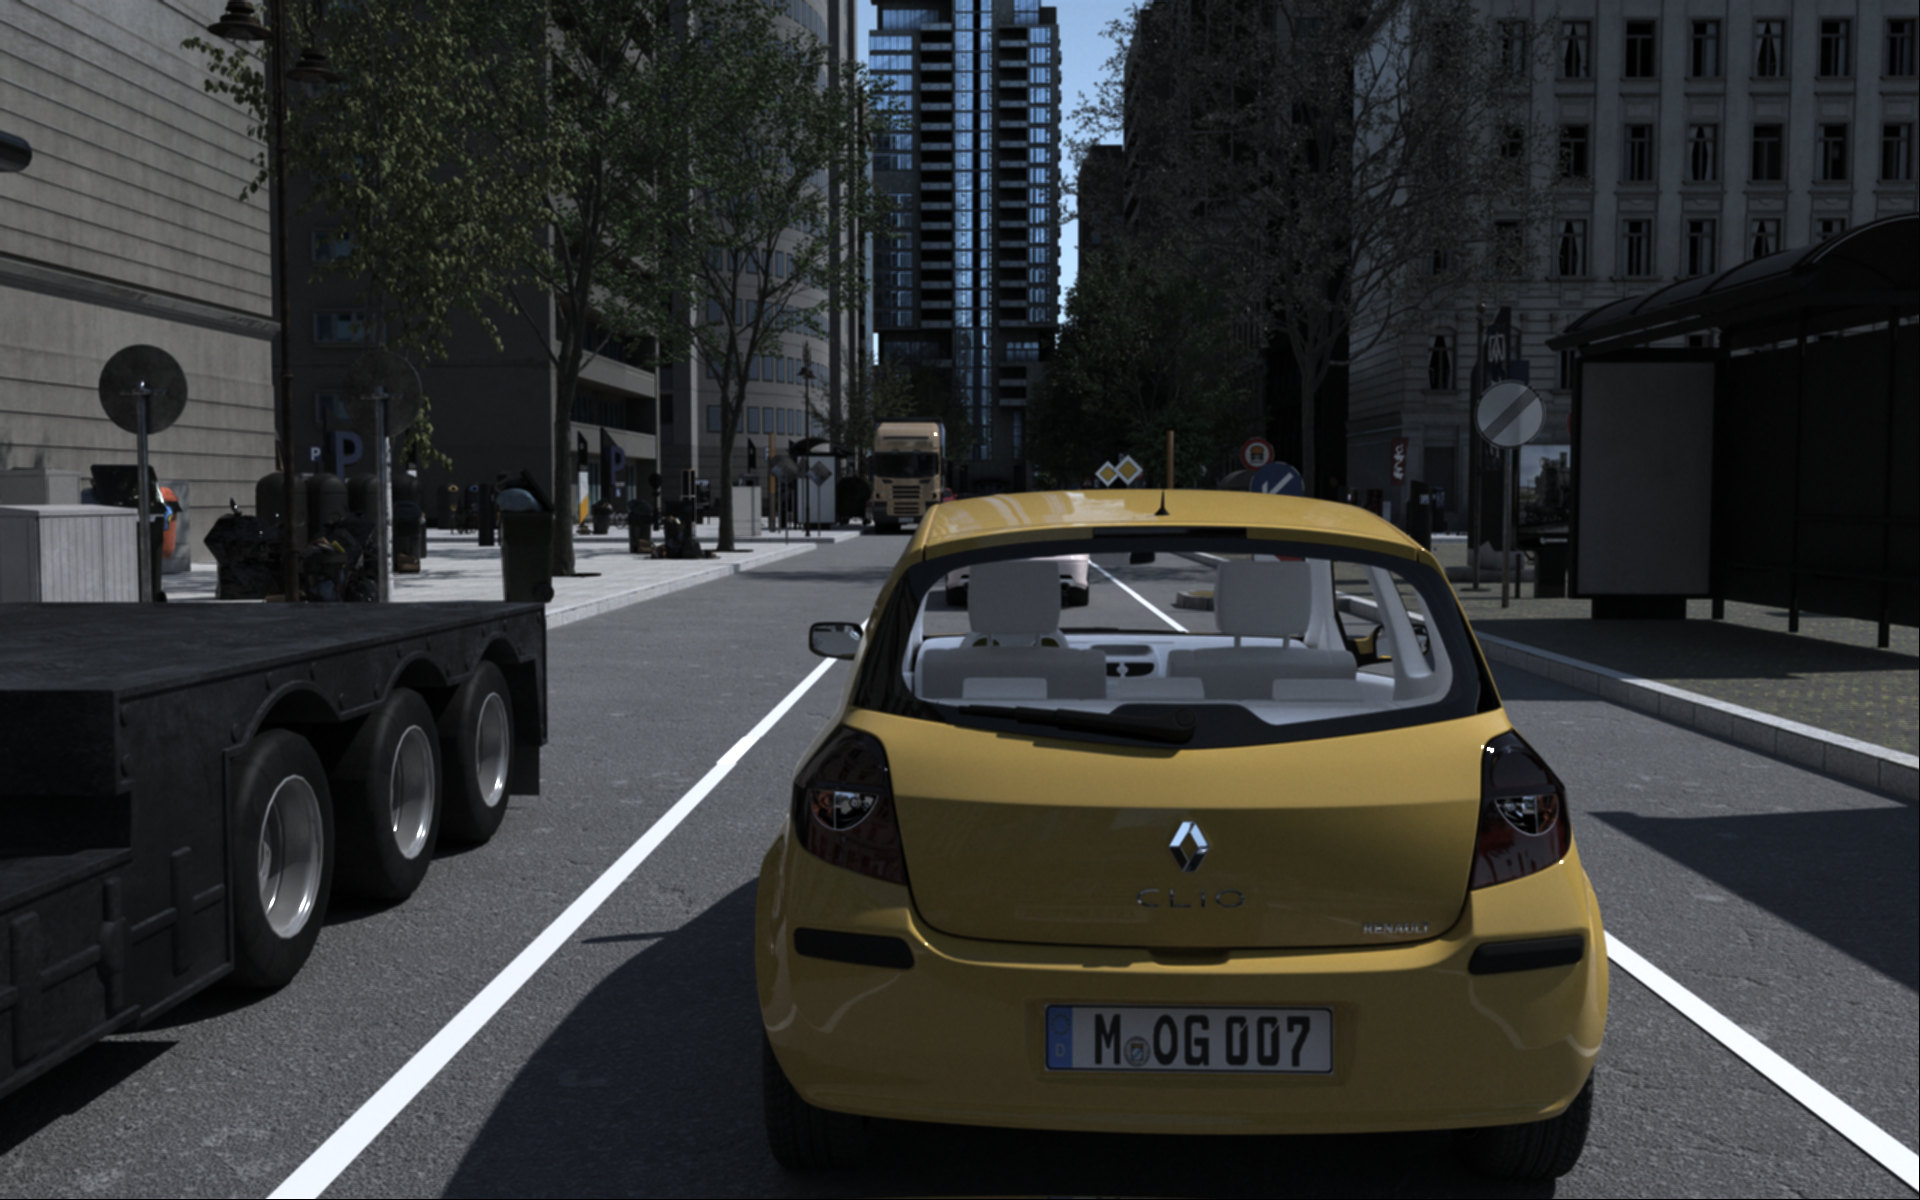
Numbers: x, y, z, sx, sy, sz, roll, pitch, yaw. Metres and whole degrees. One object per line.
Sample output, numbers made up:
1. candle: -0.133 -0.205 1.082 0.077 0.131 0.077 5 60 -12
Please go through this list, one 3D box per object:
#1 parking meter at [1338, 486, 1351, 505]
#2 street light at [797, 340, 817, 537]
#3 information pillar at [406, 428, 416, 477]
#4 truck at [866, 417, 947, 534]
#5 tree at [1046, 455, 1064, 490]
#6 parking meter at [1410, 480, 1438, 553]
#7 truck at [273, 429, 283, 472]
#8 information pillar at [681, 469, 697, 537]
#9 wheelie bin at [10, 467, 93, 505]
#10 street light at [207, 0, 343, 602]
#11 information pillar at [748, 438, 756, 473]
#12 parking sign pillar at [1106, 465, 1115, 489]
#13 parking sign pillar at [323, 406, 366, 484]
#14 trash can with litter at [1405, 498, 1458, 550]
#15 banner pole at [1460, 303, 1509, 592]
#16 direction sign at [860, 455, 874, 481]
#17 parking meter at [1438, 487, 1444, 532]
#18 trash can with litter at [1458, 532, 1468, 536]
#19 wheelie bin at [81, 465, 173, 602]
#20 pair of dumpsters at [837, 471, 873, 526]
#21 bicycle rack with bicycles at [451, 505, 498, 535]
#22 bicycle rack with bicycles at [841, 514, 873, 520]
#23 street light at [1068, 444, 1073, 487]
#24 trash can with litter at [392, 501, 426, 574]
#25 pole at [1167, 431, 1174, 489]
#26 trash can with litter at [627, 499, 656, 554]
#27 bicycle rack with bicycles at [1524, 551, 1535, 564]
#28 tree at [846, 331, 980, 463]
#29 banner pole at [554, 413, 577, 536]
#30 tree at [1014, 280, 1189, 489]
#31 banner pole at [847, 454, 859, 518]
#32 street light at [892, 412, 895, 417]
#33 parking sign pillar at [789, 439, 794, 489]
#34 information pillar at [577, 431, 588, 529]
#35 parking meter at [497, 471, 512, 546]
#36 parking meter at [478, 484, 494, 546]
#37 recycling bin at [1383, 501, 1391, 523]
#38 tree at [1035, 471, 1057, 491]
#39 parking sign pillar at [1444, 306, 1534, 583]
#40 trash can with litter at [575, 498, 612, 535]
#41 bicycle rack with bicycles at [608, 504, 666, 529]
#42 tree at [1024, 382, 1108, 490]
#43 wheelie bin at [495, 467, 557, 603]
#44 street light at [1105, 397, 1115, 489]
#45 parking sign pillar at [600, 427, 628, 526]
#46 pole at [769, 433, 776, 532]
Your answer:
1. parking meter: 11.488 -2.654 51.808 0.372 1.533 0.369 0 3 0
2. street light: -4.599 -4.855 52.162 0.468 5.910 1.993 0 4 1
3. information pillar: -19.130 -4.222 60.381 0.183 3.616 0.504 1 4 17
4. truck: -1.850 -4.662 65.142 2.839 4.237 11.283 0 4 0
5. tree: 10.650 -15.043 196.316 4.360 8.622 3.978 0 3 0
6. parking meter: 8.294 -1.393 31.184 0.372 1.533 0.369 0 3 0
7. truck: -23.134 -3.200 48.240 9.791 3.379 3.469 0 4 0
8. information pillar: -8.074 -2.878 51.555 0.304 2.012 0.304 2 4 26
9. wheelie bin: -11.179 -0.797 20.945 0.693 1.594 0.980 1 4 15
10. street light: -5.487 -2.525 14.072 0.468 5.910 1.993 0 4 1
11. information pillar: -8.710 -4.962 72.482 0.183 3.616 0.504 2 4 26
12. parking sign pillar: 8.970 -6.960 102.269 1.447 3.967 1.447 1 4 11
13. parking sign pillar: -19.099 -3.995 53.796 1.447 3.967 1.447 2 4 28
14. trash can with litter: 10.189 -1.772 40.022 1.678 1.210 2.233 3 4 39
15. banner pole: 6.901 -1.995 22.632 0.401 3.779 0.863 -1 4 -15
16. direction sign: -5.440 -6.707 101.657 0.876 3.537 0.379 1 4 19
17. parking meter: 16.000 -3.031 57.960 0.372 1.533 0.369 0 3 0
18. trash can with litter: 15.860 -2.617 53.843 2.233 1.210 1.678 1 4 14
19. wheelie bin: -9.038 -0.658 18.671 0.693 1.594 0.980 3 5 44
20. pair of dumpsters: -4.353 -4.261 72.156 1.574 2.255 4.437 0 4 1
21. bicycle rack with bicycles: -15.302 -2.590 55.722 2.852 0.926 2.925 1 4 14
22. bicycle rack with bicycles: -5.174 -4.296 83.622 2.925 0.926 2.852 0 4 -6
23. street light: 8.079 -9.400 126.473 0.468 5.910 1.993 0 4 1
24. trash can with litter: -9.020 -1.040 28.396 0.624 1.170 1.055 -2 4 -24
25. pole: 6.784 -3.794 55.875 0.158 3.312 0.155 0 3 0
26. trash can with litter: -6.772 -1.582 37.258 0.624 1.170 1.055 -2 4 -27
27. bicycle rack with bicycles: 10.992 -1.142 32.048 2.925 0.926 2.852 1 4 16
28. tree: -3.576 -13.486 130.862 12.009 13.543 11.850 0 3 0
29. banner pole: -12.146 -3.864 53.195 0.401 3.779 0.863 2 4 33
30. tree: 7.559 -10.590 90.149 9.611 12.733 9.660 0 3 0
31. banner pole: -5.792 -6.391 94.516 0.863 3.779 0.401 -1 4 -12
32. street light: -3.711 -7.595 96.968 0.468 5.910 1.993 0 4 1
33. parking sign pillar: -7.718 -5.890 84.766 1.447 3.967 1.447 0 4 -4
34. information pillar: -14.062 -4.477 64.560 0.183 3.616 0.504 2 4 26
35. parking meter: -11.245 -2.270 42.831 0.255 1.863 0.399 1 4 10
36. parking meter: -11.689 -2.097 42.704 0.372 1.533 0.369 0 3 0
37. recycling bin: 14.320 -2.850 59.145 0.722 1.027 0.722 1 4 11
38. tree: 10.255 -13.348 201.951 4.285 4.588 4.351 0 3 0
39. parking sign pillar: 7.946 -2.272 25.617 1.447 3.967 1.447 0 4 -2
40. trash can with litter: -11.536 -2.641 54.562 1.055 1.170 0.624 -2 4 -32
41. bicycle rack with bicycles: -11.789 -3.117 64.352 2.925 0.926 2.852 3 4 37
42. tree: 8.969 -13.843 144.462 7.486 12.596 7.792 0 3 0
43. wheelie bin: -5.155 -0.773 20.539 0.693 1.594 0.980 -1 4 -18
44. street light: 7.091 -6.695 82.251 0.468 5.910 1.993 0 4 1
45. parking sign pillar: -14.083 -5.014 70.443 1.447 3.967 1.447 1 4 21
46. pole: -6.307 -3.936 58.201 0.158 3.312 0.155 0 3 0
